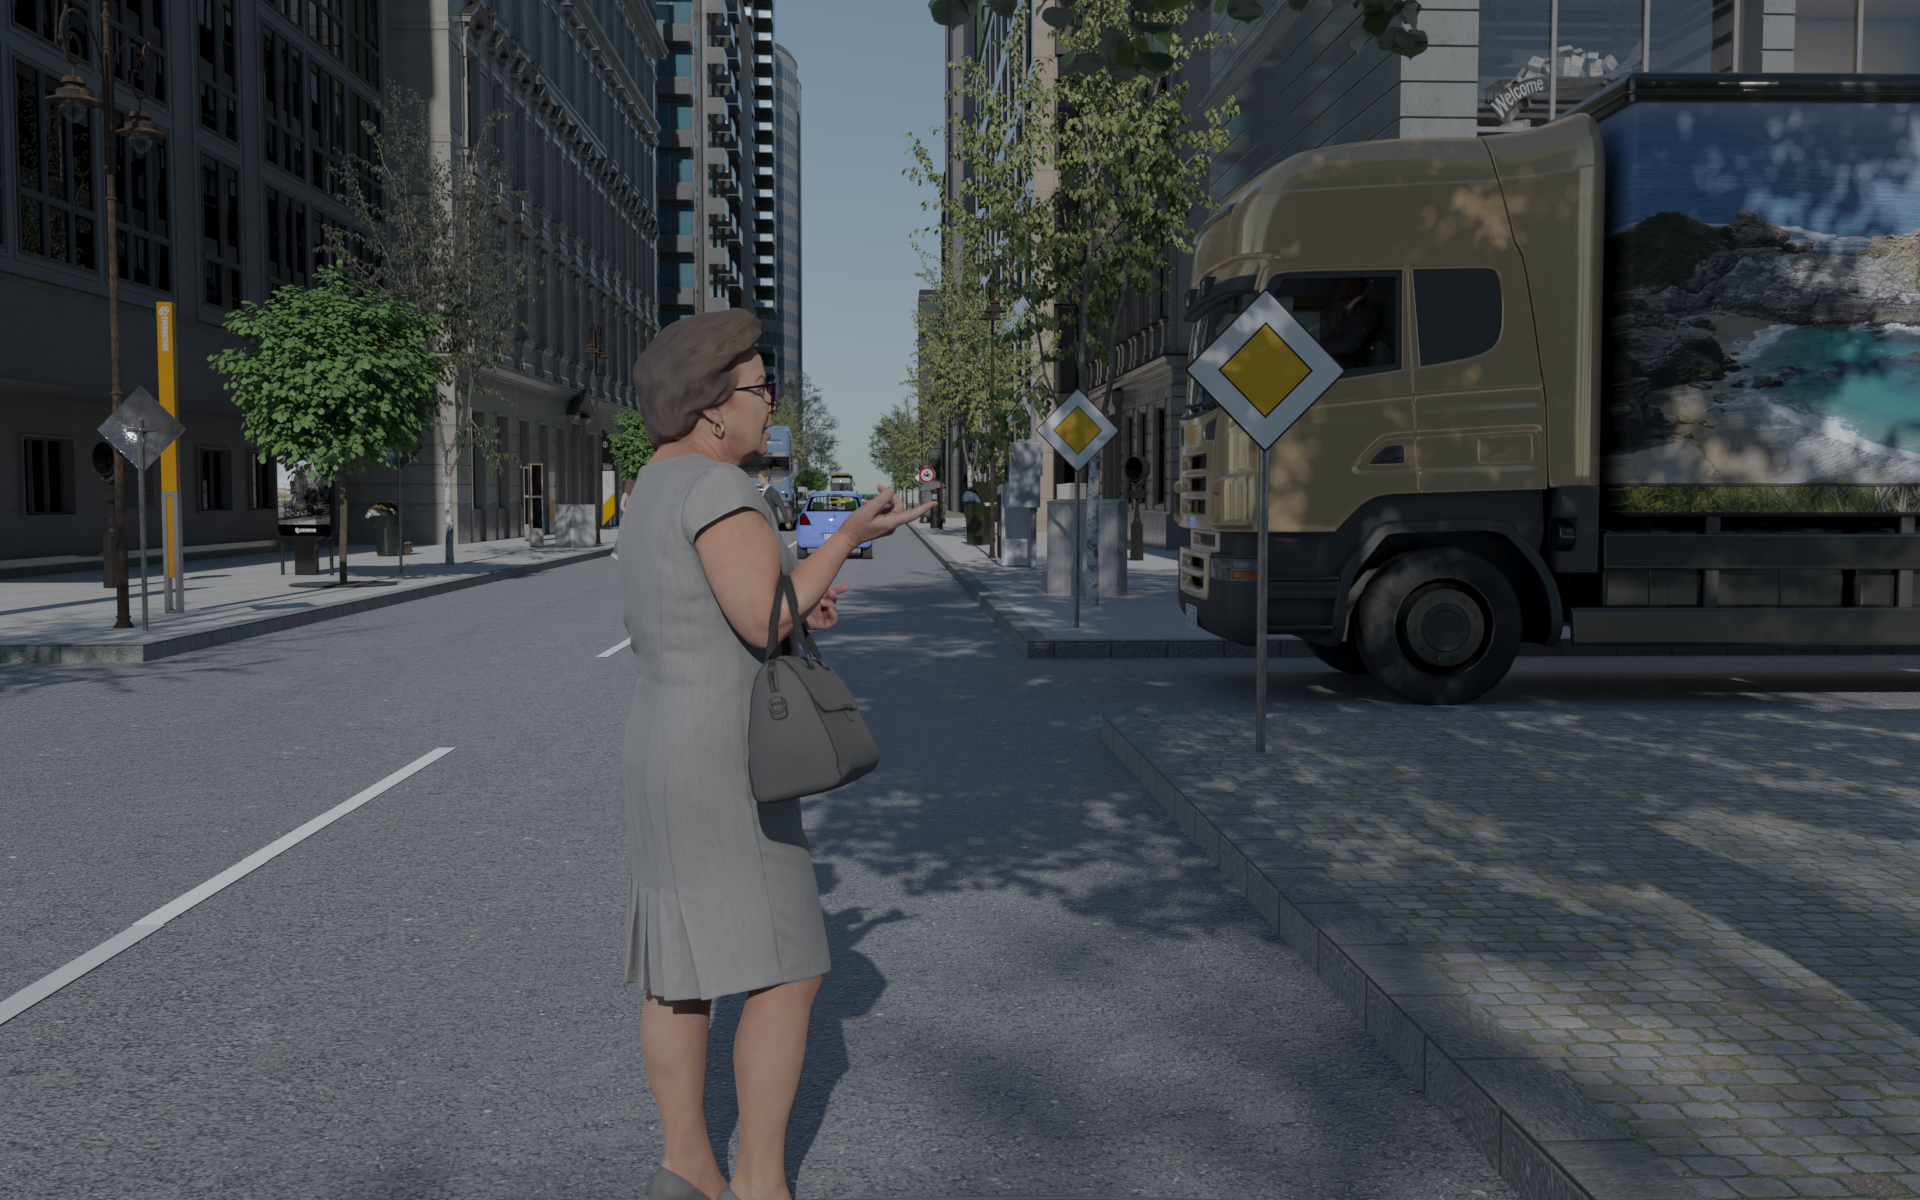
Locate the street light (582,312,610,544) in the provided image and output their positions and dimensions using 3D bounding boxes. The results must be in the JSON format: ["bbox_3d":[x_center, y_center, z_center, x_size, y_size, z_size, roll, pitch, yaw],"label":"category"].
[{"bbox_3d":[-9.273,-4.368,44.213,0.468,5.910,1.993,0,4,-3],"label":"street light"}]

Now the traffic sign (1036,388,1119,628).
[{"bbox_3d":[1.117,-0.789,16.539,0.795,2.450,0.064,0,4,-3],"label":"traffic sign"}]

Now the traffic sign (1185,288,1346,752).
[{"bbox_3d":[1.495,-0.301,8.563,0.795,2.450,0.064,0,4,-3],"label":"traffic sign"}]

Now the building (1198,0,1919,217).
[{"bbox_3d":[19.235,-15.095,24.293,29.804,29.767,11.434,0,4,-3],"label":"building"}]

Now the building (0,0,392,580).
[{"bbox_3d":[-19.915,-14.432,29.469,14.314,27.812,24.014,0,4,-3],"label":"building"}]

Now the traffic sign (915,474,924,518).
[{"bbox_3d":[-1.703,-4.860,80.652,0.795,2.450,0.064,0,4,1],"label":"traffic sign"}]

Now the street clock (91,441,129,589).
[{"bbox_3d":[-11.549,-1.163,23.580,0.471,2.002,0.358,2,4,26],"label":"street clock"}]

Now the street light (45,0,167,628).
[{"bbox_3d":[-8.026,-2.670,16.444,0.468,5.910,1.993,0,4,-3],"label":"street light"}]

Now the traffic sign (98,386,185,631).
[{"bbox_3d":[-7.619,-0.765,16.147,0.795,2.450,0.064,0,4,-3],"label":"traffic sign"}]

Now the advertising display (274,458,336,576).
[{"bbox_3d":[-10.314,-1.351,27.305,0.974,1.923,0.123,1,4,11],"label":"advertising display"}]

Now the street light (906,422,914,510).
[{"bbox_3d":[-3.024,-8.456,111.046,0.468,5.910,1.993,0,4,-3],"label":"street light"}]

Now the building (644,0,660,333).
[{"bbox_3d":[-30.884,-25.086,102.041,32.217,40.220,23.993,0,4,-3],"label":"building"}]

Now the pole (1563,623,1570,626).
[{"bbox_3d":[5.944,-1.402,16.774,0.158,3.312,0.155,0,3,0],"label":"pole"}]

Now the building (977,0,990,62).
[{"bbox_3d":[7.903,-25.551,101.351,14.154,41.232,14.086,0,4,-3],"label":"building"}]

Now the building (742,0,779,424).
[{"bbox_3d":[-30.261,-53.730,191.161,22.319,86.520,31.000,0,4,-3],"label":"building"}]

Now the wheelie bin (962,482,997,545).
[{"bbox_3d":[0.472,-2.188,43.682,0.693,1.594,0.980,2,4,33],"label":"wheelie bin"}]

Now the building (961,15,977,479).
[{"bbox_3d":[7.468,-28.454,115.338,14.600,45.320,14.200,0,4,-3],"label":"building"}]

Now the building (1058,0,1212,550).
[{"bbox_3d":[8.961,-11.224,48.139,10.561,19.102,19.286,0,4,-3],"label":"building"}]

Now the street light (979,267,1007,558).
[{"bbox_3d":[0.642,-3.769,34.410,0.468,5.910,1.993,0,4,-3],"label":"street light"}]

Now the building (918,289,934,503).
[{"bbox_3d":[1.069,-28.915,244.458,14.160,30.474,14.107,0,4,-3],"label":"building"}]

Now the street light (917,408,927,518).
[{"bbox_3d":[-2.002,-7.244,91.235,0.468,5.910,1.993,0,4,-3],"label":"street light"}]

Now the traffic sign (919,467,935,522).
[{"bbox_3d":[-1.527,-4.899,80.205,0.768,2.556,0.104,0,4,4],"label":"traffic sign"}]

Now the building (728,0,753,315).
[{"bbox_3d":[-25.588,-30.675,151.651,14.600,45.320,14.200,0,4,-3],"label":"building"}]

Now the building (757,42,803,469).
[{"bbox_3d":[-31.395,-41.606,222.252,21.231,58.520,28.212,0,4,-3],"label":"building"}]

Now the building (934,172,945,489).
[{"bbox_3d":[5.223,-23.628,158.019,14.160,30.474,14.107,0,4,-3],"label":"building"}]

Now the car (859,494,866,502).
[{"bbox_3d":[-7.108,-7.238,127.138,1.959,1.807,4.718,0,4,-3],"label":"car"}]

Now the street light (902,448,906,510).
[{"bbox_3d":[-4.332,-10.215,139.809,0.468,5.910,1.993,0,4,-3],"label":"street light"}]

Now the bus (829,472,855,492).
[{"bbox_3d":[-13.695,-12.783,200.554,2.896,3.916,12.252,0,4,-4],"label":"bus"}]

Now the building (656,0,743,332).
[{"bbox_3d":[-28.019,-31.162,129.111,23.786,49.044,30.456,0,4,-3],"label":"building"}]

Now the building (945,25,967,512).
[{"bbox_3d":[9.322,-36.343,136.213,21.231,58.520,28.212,0,4,-3],"label":"building"}]

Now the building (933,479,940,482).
[{"bbox_3d":[11.936,-32.646,225.638,32.217,40.220,23.993,0,4,-3],"label":"building"}]

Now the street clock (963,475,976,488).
[{"bbox_3d":[0.346,-3.611,63.604,0.471,2.002,0.358,0,4,5],"label":"street clock"}]

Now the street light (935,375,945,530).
[{"bbox_3d":[-0.669,-5.478,62.352,0.468,5.910,1.993,0,4,-3],"label":"street light"}]

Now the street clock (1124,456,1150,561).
[{"bbox_3d":[3.407,-1.758,33.321,0.358,2.002,0.471,-3,5,-45],"label":"street clock"}]

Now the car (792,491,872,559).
[{"bbox_3d":[-2.857,-1.818,39.318,1.945,1.707,3.694,0,4,-5],"label":"car"}]

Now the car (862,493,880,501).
[{"bbox_3d":[-5.201,-6.075,108.118,1.959,1.807,4.718,0,4,-1],"label":"car"}]

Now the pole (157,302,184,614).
[{"bbox_3d":[-8.447,-1.510,18.528,0.158,3.312,0.155,0,3,0],"label":"pole"}]

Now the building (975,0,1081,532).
[{"bbox_3d":[11.226,-16.546,75.037,19.350,26.468,34.151,0,4,-3],"label":"building"}]

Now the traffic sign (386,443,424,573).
[{"bbox_3d":[-9.062,-1.641,28.020,0.795,2.450,0.064,0,4,3],"label":"traffic sign"}]

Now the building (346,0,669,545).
[{"bbox_3d":[-21.584,-17.582,63.885,17.030,29.872,44.131,0,4,-3],"label":"building"}]
